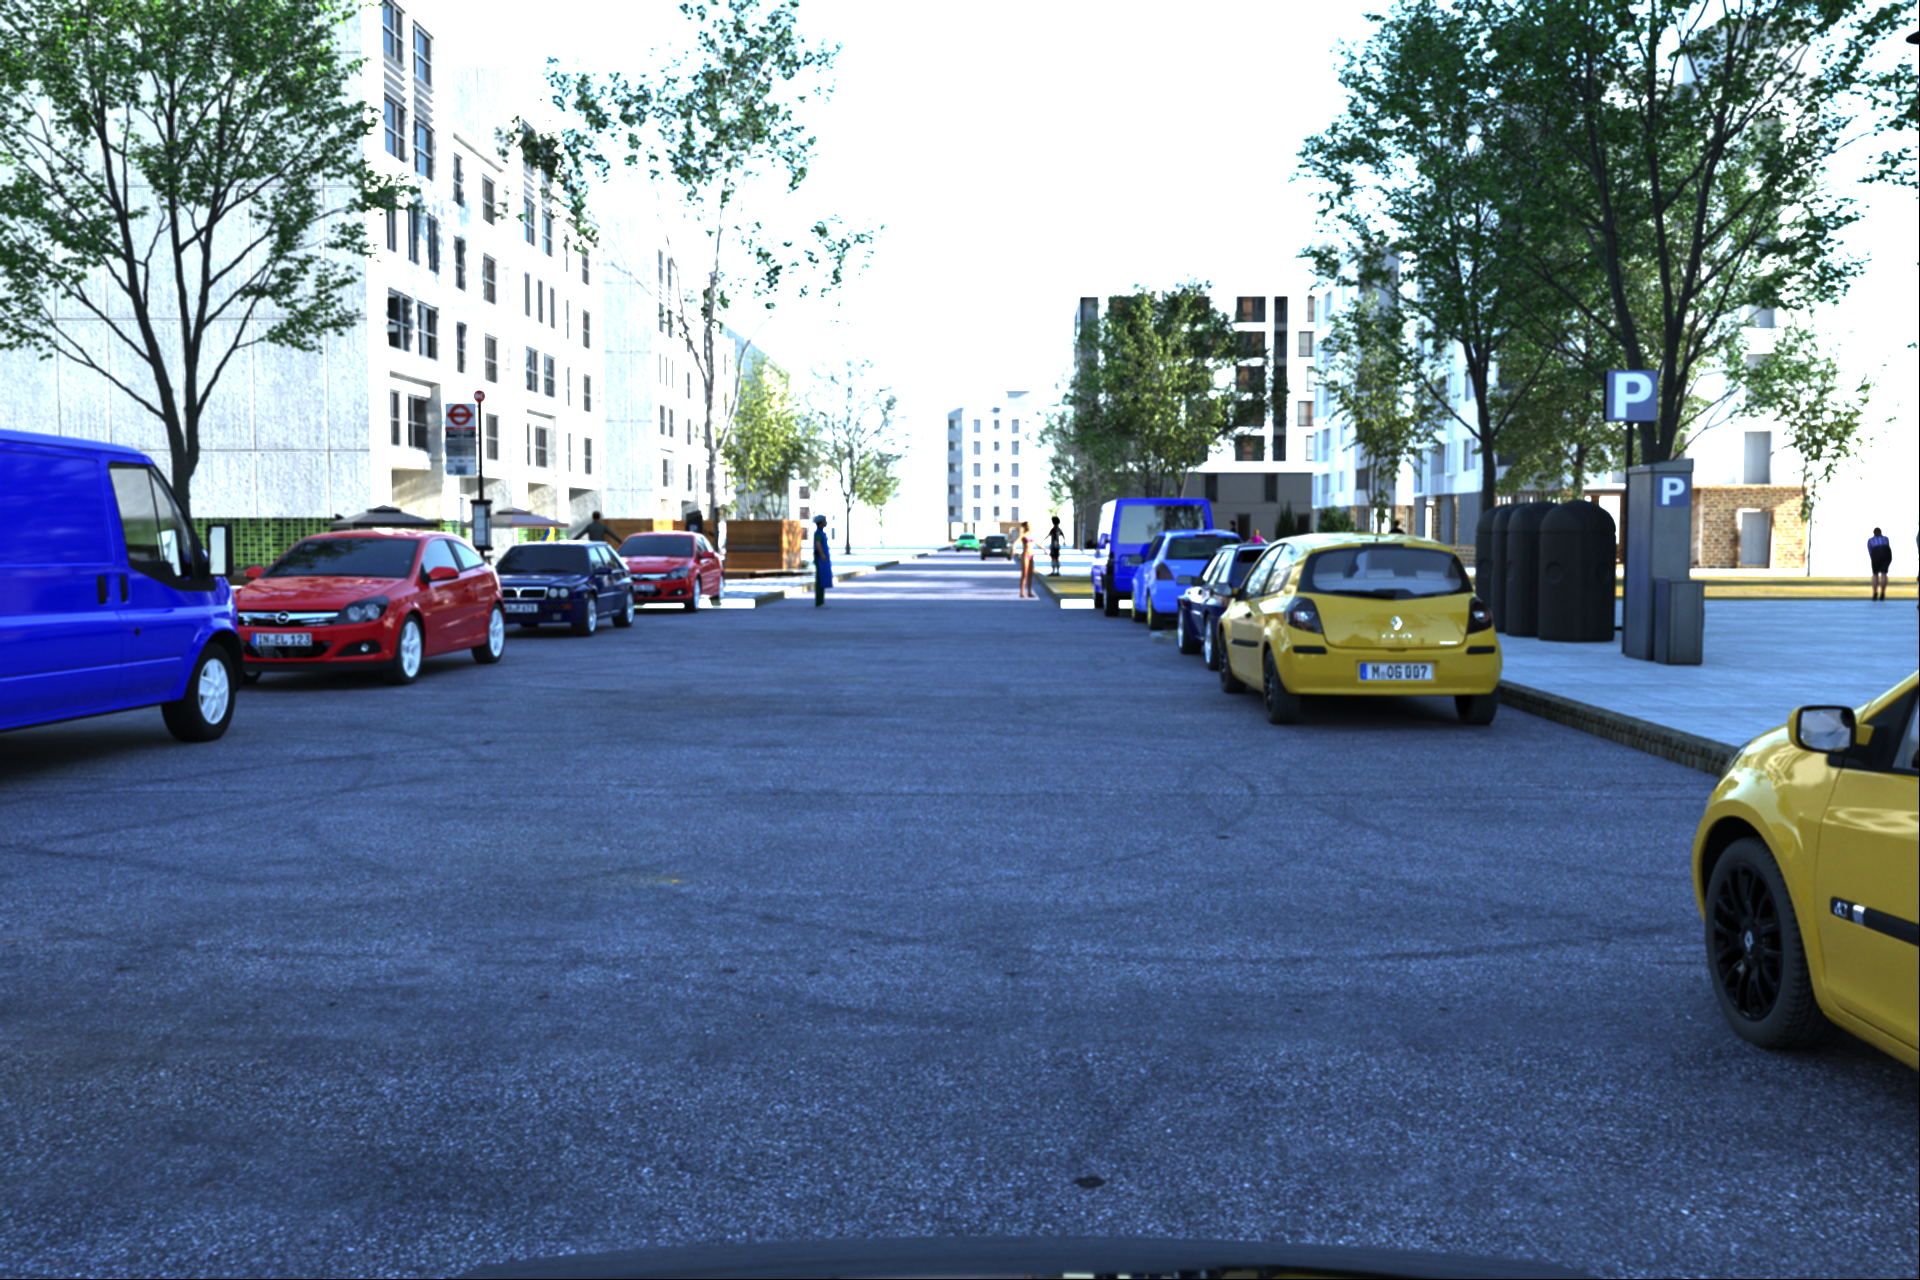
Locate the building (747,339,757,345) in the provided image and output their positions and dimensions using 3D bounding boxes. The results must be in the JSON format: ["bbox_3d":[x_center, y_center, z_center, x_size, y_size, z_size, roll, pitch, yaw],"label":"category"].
[{"bbox_3d":[-25.282,-19.121,169.050,16.016,20.090,11.380,0,4,1],"label":"building"}]

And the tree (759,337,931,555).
[{"bbox_3d":[-6.890,-12.010,106.727,12.009,13.543,11.850,0,3,0],"label":"tree"}]

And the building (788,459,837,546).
[{"bbox_3d":[-18.812,-15.902,202.146,9.099,9.664,28.070,0,4,2],"label":"building"}]

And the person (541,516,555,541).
[{"bbox_3d":[-11.194,-2.466,46.784,0.721,1.772,1.216,0,4,1],"label":"person"}]

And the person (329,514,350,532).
[{"bbox_3d":[-17.195,-2.571,47.966,0.705,1.837,1.347,3,4,37],"label":"person"}]

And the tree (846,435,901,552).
[{"bbox_3d":[-6.614,-10.724,125.701,4.737,8.622,4.395,0,3,0],"label":"tree"}]

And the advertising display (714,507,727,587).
[{"bbox_3d":[-5.746,-2.220,41.507,0.123,1.923,0.974,0,4,3],"label":"advertising display"}]

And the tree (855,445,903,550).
[{"bbox_3d":[-6.044,-11.625,140.429,4.360,8.622,3.978,0,3,0],"label":"tree"}]

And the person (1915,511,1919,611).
[{"bbox_3d":[16.104,-1.336,28.668,1.217,1.735,0.721,-3,5,-40],"label":"person"}]

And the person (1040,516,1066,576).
[{"bbox_3d":[2.879,-2.858,52.874,0.704,1.843,1.345,3,4,38],"label":"person"}]

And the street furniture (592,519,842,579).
[{"bbox_3d":[-8.455,-2.857,53.560,11.010,1.723,9.812,1,4,12],"label":"street furniture"}]

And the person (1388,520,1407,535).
[{"bbox_3d":[14.549,-3.111,57.587,1.216,1.740,0.721,3,4,37],"label":"person"}]

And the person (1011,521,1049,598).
[{"bbox_3d":[1.561,-1.817,38.972,1.217,1.733,0.721,-3,5,-44],"label":"person"}]

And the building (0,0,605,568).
[{"bbox_3d":[-25.363,-12.200,65.935,16.747,18.905,31.486,0,4,1],"label":"building"}]

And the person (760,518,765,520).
[{"bbox_3d":[-7.000,-3.390,61.289,1.347,1.847,0.705,2,4,32],"label":"person"}]

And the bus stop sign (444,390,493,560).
[{"bbox_3d":[-9.083,-2.652,32.056,0.855,3.939,0.416,0,4,0],"label":"bus stop sign"}]

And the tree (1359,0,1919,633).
[{"bbox_3d":[9.167,-5.928,22.681,9.928,11.665,9.643,0,3,0],"label":"tree"}]

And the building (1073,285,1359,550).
[{"bbox_3d":[24.216,-19.244,158.611,27.936,21.610,32.646,0,4,2],"label":"building"}]

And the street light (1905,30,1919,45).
[{"bbox_3d":[6.955,-2.379,11.682,0.468,5.910,1.993,0,4,1],"label":"street light"}]

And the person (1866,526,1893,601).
[{"bbox_3d":[17.654,-1.468,33.281,0.421,1.427,0.697,1,4,17],"label":"person"}]

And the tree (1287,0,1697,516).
[{"bbox_3d":[9.730,-6.498,32.002,9.928,11.665,9.643,0,3,0],"label":"tree"}]

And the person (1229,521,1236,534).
[{"bbox_3d":[10.776,-3.825,68.725,0.705,1.806,1.347,0,4,7],"label":"person"}]

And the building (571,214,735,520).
[{"bbox_3d":[-25.183,-15.005,111.781,16.747,18.905,31.486,0,4,1],"label":"building"}]

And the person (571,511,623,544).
[{"bbox_3d":[-8.192,-2.005,39.056,1.348,1.796,0.705,-1,4,-13],"label":"person"}]

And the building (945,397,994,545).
[{"bbox_3d":[-1.594,-22.749,230.825,11.380,20.090,16.016,0,4,1],"label":"building"}]

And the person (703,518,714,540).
[{"bbox_3d":[-6.517,-2.278,43.386,1.346,1.812,0.704,-1,4,-18],"label":"person"}]

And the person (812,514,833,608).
[{"bbox_3d":[-2.658,-1.526,33.538,0.704,1.817,1.347,0,4,-1],"label":"person"}]

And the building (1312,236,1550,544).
[{"bbox_3d":[27.967,-15.565,110.915,16.016,20.090,11.380,0,4,1],"label":"building"}]

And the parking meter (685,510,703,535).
[{"bbox_3d":[-6.378,-2.190,41.524,0.399,1.863,0.255,0,4,2],"label":"parking meter"}]

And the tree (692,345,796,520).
[{"bbox_3d":[-8.250,-7.159,67.410,4.737,8.622,4.395,0,3,0],"label":"tree"}]

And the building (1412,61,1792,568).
[{"bbox_3d":[25.405,-13.425,75.914,16.016,20.090,11.380,0,4,2],"label":"building"}]

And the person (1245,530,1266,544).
[{"bbox_3d":[10.329,-3.130,60.445,0.991,1.433,0.599,0,4,3],"label":"person"}]

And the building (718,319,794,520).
[{"bbox_3d":[-25.690,-19.896,156.234,19.493,23.208,18.063,0,4,1],"label":"building"}]

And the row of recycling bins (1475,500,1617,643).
[{"bbox_3d":[7.397,-0.920,22.147,1.069,1.692,3.534,0,4,1],"label":"row of recycling bins"}]
